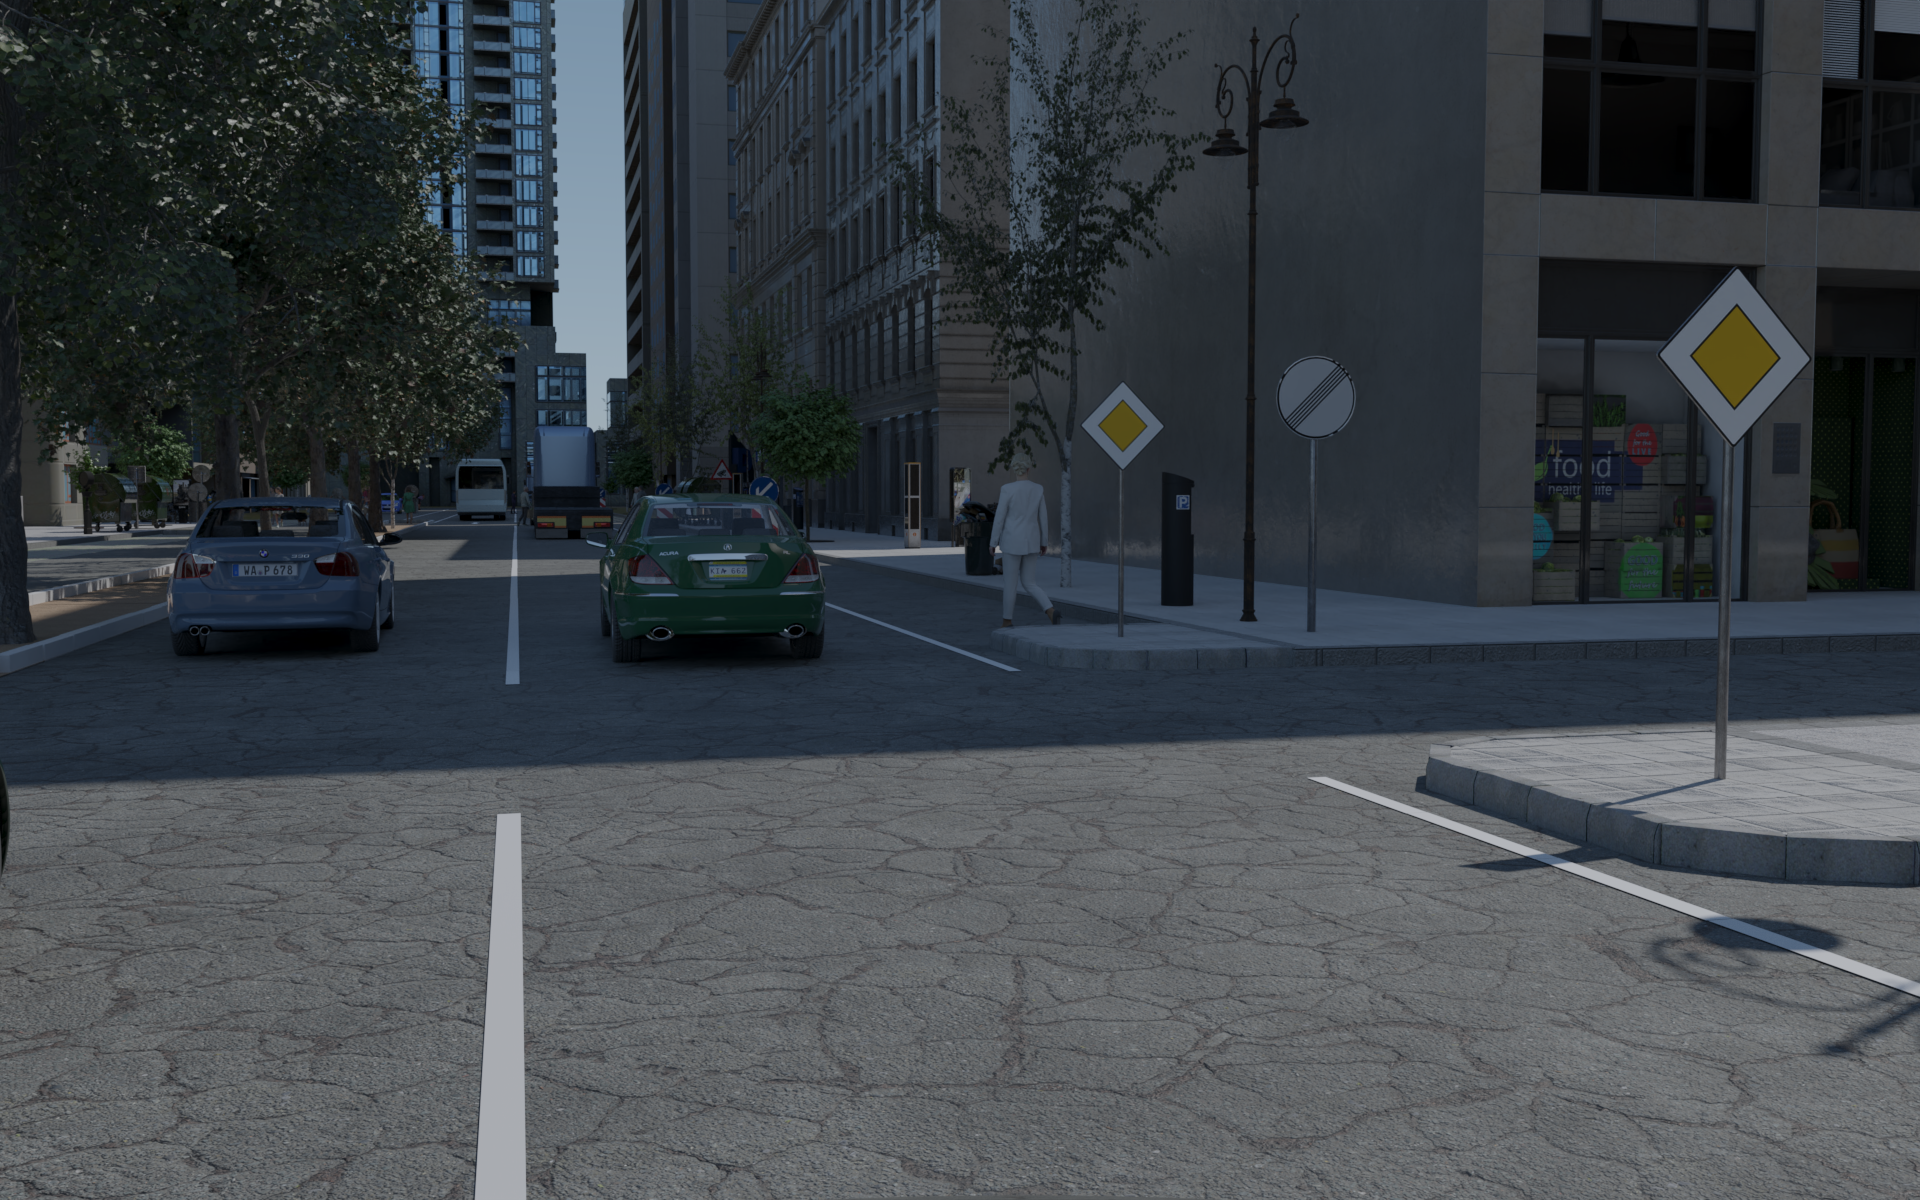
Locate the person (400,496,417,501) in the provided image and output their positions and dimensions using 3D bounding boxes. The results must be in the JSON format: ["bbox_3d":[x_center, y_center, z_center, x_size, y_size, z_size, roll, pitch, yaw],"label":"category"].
[{"bbox_3d":[-38.943,-6.926,122.454,1.217,1.743,0.721,-1,4,-14],"label":"person"}]

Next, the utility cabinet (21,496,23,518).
[{"bbox_3d":[-30.334,-2.680,54.979,1.020,1.237,0.306,-1,4,-18],"label":"utility cabinet"}]

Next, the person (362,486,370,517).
[{"bbox_3d":[-27.210,-4.341,79.442,0.573,1.828,0.580,1,4,14],"label":"person"}]

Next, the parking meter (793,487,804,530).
[{"bbox_3d":[-5.844,-3.315,62.604,0.372,1.533,0.369,0,3,0],"label":"parking meter"}]

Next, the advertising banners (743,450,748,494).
[{"bbox_3d":[-8.495,-4.434,68.686,0.090,3.025,2.074,0,4,-1],"label":"advertising banners"}]

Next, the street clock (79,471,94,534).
[{"bbox_3d":[-27.741,-3.087,55.043,0.471,2.002,0.358,2,4,28],"label":"street clock"}]

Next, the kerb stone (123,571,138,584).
[{"bbox_3d":[-13.353,-0.335,27.676,0.120,0.150,1.000,-1,4,-14],"label":"kerb stone"}]

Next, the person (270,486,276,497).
[{"bbox_3d":[-31.572,-4.314,79.373,0.599,1.781,0.374,0,4,-2],"label":"person"}]

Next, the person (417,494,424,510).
[{"bbox_3d":[-47.506,-8.611,152.528,0.697,1.427,0.421,-2,4,-34],"label":"person"}]

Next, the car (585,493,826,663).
[{"bbox_3d":[-2.421,-0.276,16.315,2.131,1.459,4.920,-1,4,-13],"label":"car"}]

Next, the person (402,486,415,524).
[{"bbox_3d":[-26.376,-4.534,82.880,0.600,1.795,0.529,-2,4,-28],"label":"person"}]

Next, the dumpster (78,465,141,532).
[{"bbox_3d":[-28.886,-3.438,58.701,1.502,2.255,1.985,-1,4,-14],"label":"dumpster"}]

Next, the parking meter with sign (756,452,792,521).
[{"bbox_3d":[-7.057,-4.268,66.049,0.543,3.016,1.738,2,4,28],"label":"parking meter with sign"}]

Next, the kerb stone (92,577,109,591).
[{"bbox_3d":[-12.846,-0.213,25.685,0.120,0.150,1.000,-1,4,-14],"label":"kerb stone"}]

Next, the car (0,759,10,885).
[{"bbox_3d":[-3.465,0.372,3.703,2.009,1.686,4.222,-1,4,-13],"label":"car"}]

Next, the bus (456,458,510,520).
[{"bbox_3d":[-26.771,-6.261,97.228,2.948,3.499,13.247,-1,4,-14],"label":"bus"}]

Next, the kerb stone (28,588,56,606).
[{"bbox_3d":[-12.086,-0.025,22.708,0.120,0.150,1.000,-1,4,-14],"label":"kerb stone"}]

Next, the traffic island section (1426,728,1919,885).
[{"bbox_3d":[3.444,0.884,7.825,2.009,0.180,2.903,-1,4,-14],"label":"traffic island section"}]

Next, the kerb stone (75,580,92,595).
[{"bbox_3d":[-12.597,-0.153,24.694,0.120,0.150,1.000,-1,4,-14],"label":"kerb stone"}]

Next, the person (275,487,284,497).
[{"bbox_3d":[-29.093,-3.957,73.940,0.466,1.731,0.760,-1,4,-17],"label":"person"}]

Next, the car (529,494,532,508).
[{"bbox_3d":[-33.610,-7.659,137.225,2.014,1.417,4.499,-1,4,-14],"label":"car"}]

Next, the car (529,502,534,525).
[{"bbox_3d":[-19.086,-4.209,80.617,2.131,1.459,4.920,-1,4,-14],"label":"car"}]

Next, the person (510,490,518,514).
[{"bbox_3d":[-32.271,-7.087,125.286,0.530,1.710,0.541,-1,4,-12],"label":"person"}]

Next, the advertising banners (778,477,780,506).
[{"bbox_3d":[-5.647,-3.530,53.899,0.090,3.025,2.074,0,4,-5],"label":"advertising banners"}]

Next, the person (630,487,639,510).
[{"bbox_3d":[-15.547,-4.551,83.387,0.782,1.767,0.515,2,4,30],"label":"person"}]

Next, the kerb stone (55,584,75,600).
[{"bbox_3d":[-12.339,-0.092,23.704,0.120,0.150,1.000,-1,4,-14],"label":"kerb stone"}]

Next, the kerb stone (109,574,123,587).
[{"bbox_3d":[-13.105,-0.274,26.681,0.120,0.150,1.000,-1,4,-14],"label":"kerb stone"}]

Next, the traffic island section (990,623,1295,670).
[{"bbox_3d":[1.461,0.411,15.561,2.009,0.180,2.903,-1,4,-14],"label":"traffic island section"}]

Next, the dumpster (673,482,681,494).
[{"bbox_3d":[-11.637,-4.208,74.566,1.264,1.857,1.865,-1,4,-14],"label":"dumpster"}]

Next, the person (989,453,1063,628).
[{"bbox_3d":[0.656,-0.548,17.346,0.818,1.842,0.514,3,5,41],"label":"person"}]

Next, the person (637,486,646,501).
[{"bbox_3d":[-14.379,-4.248,78.060,0.767,1.812,0.694,1,4,21],"label":"person"}]

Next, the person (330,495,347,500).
[{"bbox_3d":[-40.349,-6.345,112.251,1.348,1.824,0.705,-3,5,-42],"label":"person"}]

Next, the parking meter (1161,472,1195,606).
[{"bbox_3d":[2.502,-0.703,19.908,0.372,1.533,0.369,0,3,0],"label":"parking meter"}]

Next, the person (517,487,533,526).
[{"bbox_3d":[-19.403,-4.181,77.339,0.782,1.767,0.515,3,5,42],"label":"person"}]

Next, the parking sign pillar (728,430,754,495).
[{"bbox_3d":[-9.248,-5.189,73.319,1.447,3.967,1.447,2,4,28],"label":"parking sign pillar"}]

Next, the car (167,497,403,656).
[{"bbox_3d":[-6.471,-0.292,16.776,2.014,1.417,4.499,-1,4,-15],"label":"car"}]

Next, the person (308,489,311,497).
[{"bbox_3d":[-30.626,-4.428,81.902,0.512,1.701,0.522,-1,4,-9],"label":"person"}]

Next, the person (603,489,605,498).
[{"bbox_3d":[-24.513,-6.744,118.762,0.705,1.824,1.348,0,4,-8],"label":"person"}]

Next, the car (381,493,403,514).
[{"bbox_3d":[-41.328,-7.078,125.314,1.945,1.707,3.694,-1,4,-15],"label":"car"}]

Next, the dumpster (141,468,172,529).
[{"bbox_3d":[-30.243,-3.782,64.331,1.502,2.255,1.985,-1,4,-14],"label":"dumpster"}]
